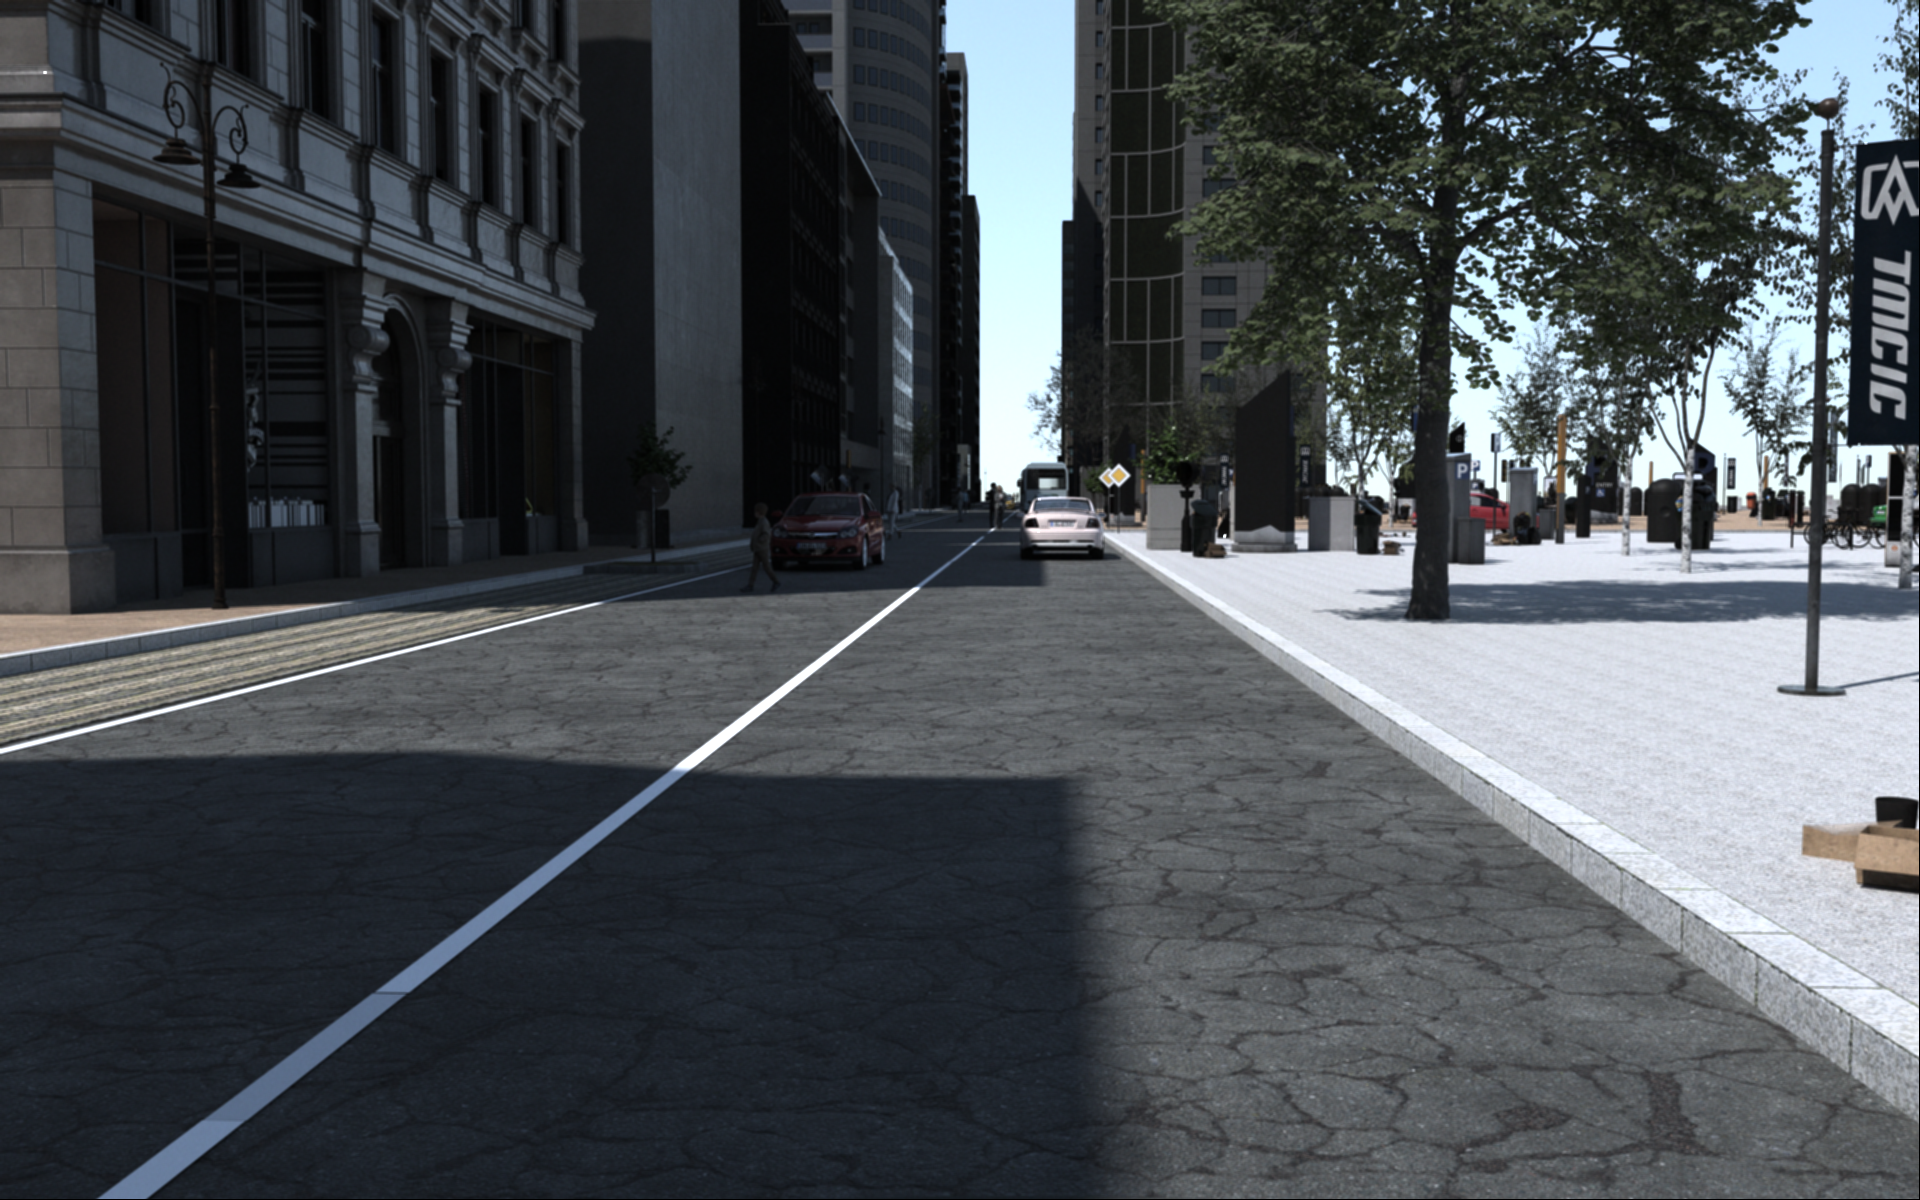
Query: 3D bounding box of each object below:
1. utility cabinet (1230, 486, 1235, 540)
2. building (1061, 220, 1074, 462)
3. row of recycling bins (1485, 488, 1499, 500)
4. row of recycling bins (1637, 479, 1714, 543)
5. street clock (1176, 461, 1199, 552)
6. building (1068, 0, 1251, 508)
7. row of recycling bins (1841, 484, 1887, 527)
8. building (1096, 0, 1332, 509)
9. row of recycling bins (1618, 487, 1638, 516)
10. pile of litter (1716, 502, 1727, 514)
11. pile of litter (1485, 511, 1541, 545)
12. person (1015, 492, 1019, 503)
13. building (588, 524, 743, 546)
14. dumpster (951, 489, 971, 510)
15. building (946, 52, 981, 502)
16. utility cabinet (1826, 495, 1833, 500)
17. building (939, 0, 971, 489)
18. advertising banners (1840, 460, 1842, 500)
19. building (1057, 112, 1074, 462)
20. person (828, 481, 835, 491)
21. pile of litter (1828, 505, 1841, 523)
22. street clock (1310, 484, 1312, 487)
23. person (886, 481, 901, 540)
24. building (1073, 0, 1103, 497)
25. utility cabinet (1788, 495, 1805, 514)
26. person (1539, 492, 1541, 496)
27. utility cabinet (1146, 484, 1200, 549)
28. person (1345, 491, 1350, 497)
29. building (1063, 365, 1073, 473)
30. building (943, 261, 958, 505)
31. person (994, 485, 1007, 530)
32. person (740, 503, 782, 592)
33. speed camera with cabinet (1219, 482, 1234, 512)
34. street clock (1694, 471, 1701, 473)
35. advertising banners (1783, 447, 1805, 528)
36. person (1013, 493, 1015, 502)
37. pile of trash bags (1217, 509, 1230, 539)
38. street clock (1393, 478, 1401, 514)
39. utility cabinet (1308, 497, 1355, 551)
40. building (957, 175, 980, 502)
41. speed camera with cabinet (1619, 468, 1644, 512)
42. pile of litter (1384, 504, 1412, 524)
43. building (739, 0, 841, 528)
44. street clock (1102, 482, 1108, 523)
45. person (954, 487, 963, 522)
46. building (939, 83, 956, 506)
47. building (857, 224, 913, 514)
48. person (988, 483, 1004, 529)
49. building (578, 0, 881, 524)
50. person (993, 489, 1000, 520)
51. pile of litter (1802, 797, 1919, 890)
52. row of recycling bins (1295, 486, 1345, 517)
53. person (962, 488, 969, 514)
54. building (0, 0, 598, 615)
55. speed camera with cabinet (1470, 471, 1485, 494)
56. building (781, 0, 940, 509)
[{"bbox_3d":[7.841,-2.340,46.940,0.318,1.500,1.173,-2,4,-35],"label":"utility cabinet"},{"bbox_3d":[22.230,-35.244,259.841,14.154,41.232,14.086,0,4,3],"label":"building"},{"bbox_3d":[35.723,-6.826,118.725,1.069,1.692,3.534,-1,4,-16],"label":"row of recycling bins"},{"bbox_3d":[19.625,-2.440,47.007,1.069,1.692,3.534,3,5,40],"label":"row of recycling bins"},{"bbox_3d":[5.029,-2.067,38.370,0.471,2.002,0.358,3,5,44],"label":"street clock"},{"bbox_3d":[22.102,-46.792,203.304,20.563,71.187,20.611,0,4,3],"label":"building"},{"bbox_3d":[36.244,-3.726,68.028,1.069,1.692,3.534,-2,4,-26],"label":"row of recycling bins"},{"bbox_3d":[21.116,-43.811,154.567,20.563,71.187,20.611,0,4,3],"label":"building"},{"bbox_3d":[39.359,-5.810,102.104,3.534,1.692,1.069,1,4,15],"label":"row of recycling bins"},{"bbox_3d":[50.174,-6.151,114.533,1.719,0.858,1.176,-1,4,-16],"label":"pile of litter"},{"bbox_3d":[13.999,-1.828,43.857,1.719,0.858,1.176,-1,4,-20],"label":"pile of litter"},{"bbox_3d":[8.960,-16.091,272.417,0.721,1.723,1.217,2,4,28],"label":"person"},{"bbox_3d":[-22.058,-14.109,49.753,30.058,24.678,14.314,0,4,3],"label":"building"},{"bbox_3d":[0.090,-9.033,155.901,1.865,1.857,1.264,0,4,5],"label":"dumpster"},{"bbox_3d":[-6.845,-51.864,286.223,20.563,71.187,20.611,0,4,3],"label":"building"},{"bbox_3d":[59.964,-6.664,120.124,1.020,1.237,0.306,2,4,28],"label":"utility cabinet"},{"bbox_3d":[-9.413,-56.596,238.023,22.319,86.520,31.000,0,4,3],"label":"building"},{"bbox_3d":[45.088,-5.653,88.618,0.090,3.025,2.074,2,4,24],"label":"advertising banners"},{"bbox_3d":[27.229,-59.233,281.132,22.319,86.520,31.000,0,4,3],"label":"building"},{"bbox_3d":[-3.717,-2.481,49.338,0.520,1.790,0.573,-1,4,-17],"label":"person"},{"bbox_3d":[38.671,-3.789,75.908,1.176,0.858,1.719,1,4,23],"label":"pile of litter"},{"bbox_3d":[25.771,-7.446,126.304,0.471,2.002,0.358,-3,4,-37],"label":"street clock"},{"bbox_3d":[-2.055,-2.800,54.153,0.514,1.842,0.818,3,5,43],"label":"person"},{"bbox_3d":[22.304,-38.978,179.291,21.231,58.520,28.212,0,4,3],"label":"building"},{"bbox_3d":[53.356,-6.082,110.596,1.020,1.237,0.306,2,4,35],"label":"utility cabinet"},{"bbox_3d":[72.487,-12.700,216.925,0.721,1.735,1.217,1,4,15],"label":"person"},{"bbox_3d":[4.912,-1.914,39.970,1.173,1.500,0.318,-1,4,-11],"label":"utility cabinet"},{"bbox_3d":[48.926,-12.880,219.182,1.348,1.812,0.705,2,4,33],"label":"person"},{"bbox_3d":[28.328,-24.077,238.693,27.650,21.520,28.899,0,4,3],"label":"building"},{"bbox_3d":[-7.588,-26.448,204.119,14.160,30.474,14.107,0,4,3],"label":"building"},{"bbox_3d":[1.655,-3.757,70.104,0.537,1.800,0.526,0,4,0],"label":"person"},{"bbox_3d":[-2.900,-0.771,25.377,0.640,1.303,0.475,-2,4,-35],"label":"person"},{"bbox_3d":[19.562,-7.982,124.845,0.660,3.252,2.038,-2,4,-32],"label":"speed camera with cabinet"},{"bbox_3d":[22.981,-3.027,54.055,0.471,2.002,0.358,1,4,16],"label":"street clock"},{"bbox_3d":[31.367,-4.221,65.205,2.074,3.025,0.090,-3,5,-43],"label":"advertising banners"},{"bbox_3d":[7.525,-14.031,239.368,0.415,1.643,0.593,-3,4,-36],"label":"person"},{"bbox_3d":[7.882,-2.460,49.978,3.447,1.369,1.912,0,4,4],"label":"pile of trash bags"},{"bbox_3d":[19.696,-4.498,78.104,0.358,2.002,0.471,1,4,23],"label":"street clock"},{"bbox_3d":[8.365,-1.701,38.974,1.020,1.237,0.306,1,4,13],"label":"utility cabinet"},{"bbox_3d":[-7.953,-39.277,265.877,21.300,48.544,21.600,0,4,3],"label":"building"},{"bbox_3d":[48.594,-8.032,125.652,2.038,3.252,0.660,1,4,20],"label":"speed camera with cabinet"},{"bbox_3d":[19.392,-3.760,75.440,1.719,0.858,1.176,2,4,33],"label":"pile of litter"},{"bbox_3d":[-12.055,-14.838,72.281,12.332,23.373,15.834,0,4,3],"label":"building"},{"bbox_3d":[6.595,-4.497,78.098,0.358,2.002,0.471,-1,4,-17],"label":"street clock"},{"bbox_3d":[-0.080,-4.940,89.447,0.466,1.800,0.511,0,4,3],"label":"person"},{"bbox_3d":[-11.808,-32.280,182.404,22.147,44.769,28.867,0,4,3],"label":"building"},{"bbox_3d":[-9.071,-16.192,119.490,10.420,20.320,16.860,0,4,3],"label":"building"},{"bbox_3d":[1.458,-3.915,71.876,0.474,1.900,0.648,-3,4,-36],"label":"person"},{"bbox_3d":[-12.750,-16.932,95.909,14.314,24.678,30.058,0,4,3],"label":"building"},{"bbox_3d":[2.026,-5.244,94.101,0.748,1.841,0.638,-1,4,-22],"label":"person"},{"bbox_3d":[3.482,0.513,5.582,1.176,0.858,1.719,0,4,3],"label":"pile of litter"},{"bbox_3d":[19.565,-5.368,94.884,1.069,1.692,3.534,-3,5,-40],"label":"row of recycling bins"},{"bbox_3d":[0.333,-7.084,124.182,0.638,1.841,0.748,-1,4,-12],"label":"person"},{"bbox_3d":[-13.807,-10.300,19.313,10.553,20.767,40.483,0,4,3],"label":"building"},{"bbox_3d":[30.435,-6.686,103.647,2.038,3.252,0.660,-2,4,-26],"label":"speed camera with cabinet"},{"bbox_3d":[-13.101,-37.402,153.527,21.231,58.520,28.212,0,4,3],"label":"building"}]
